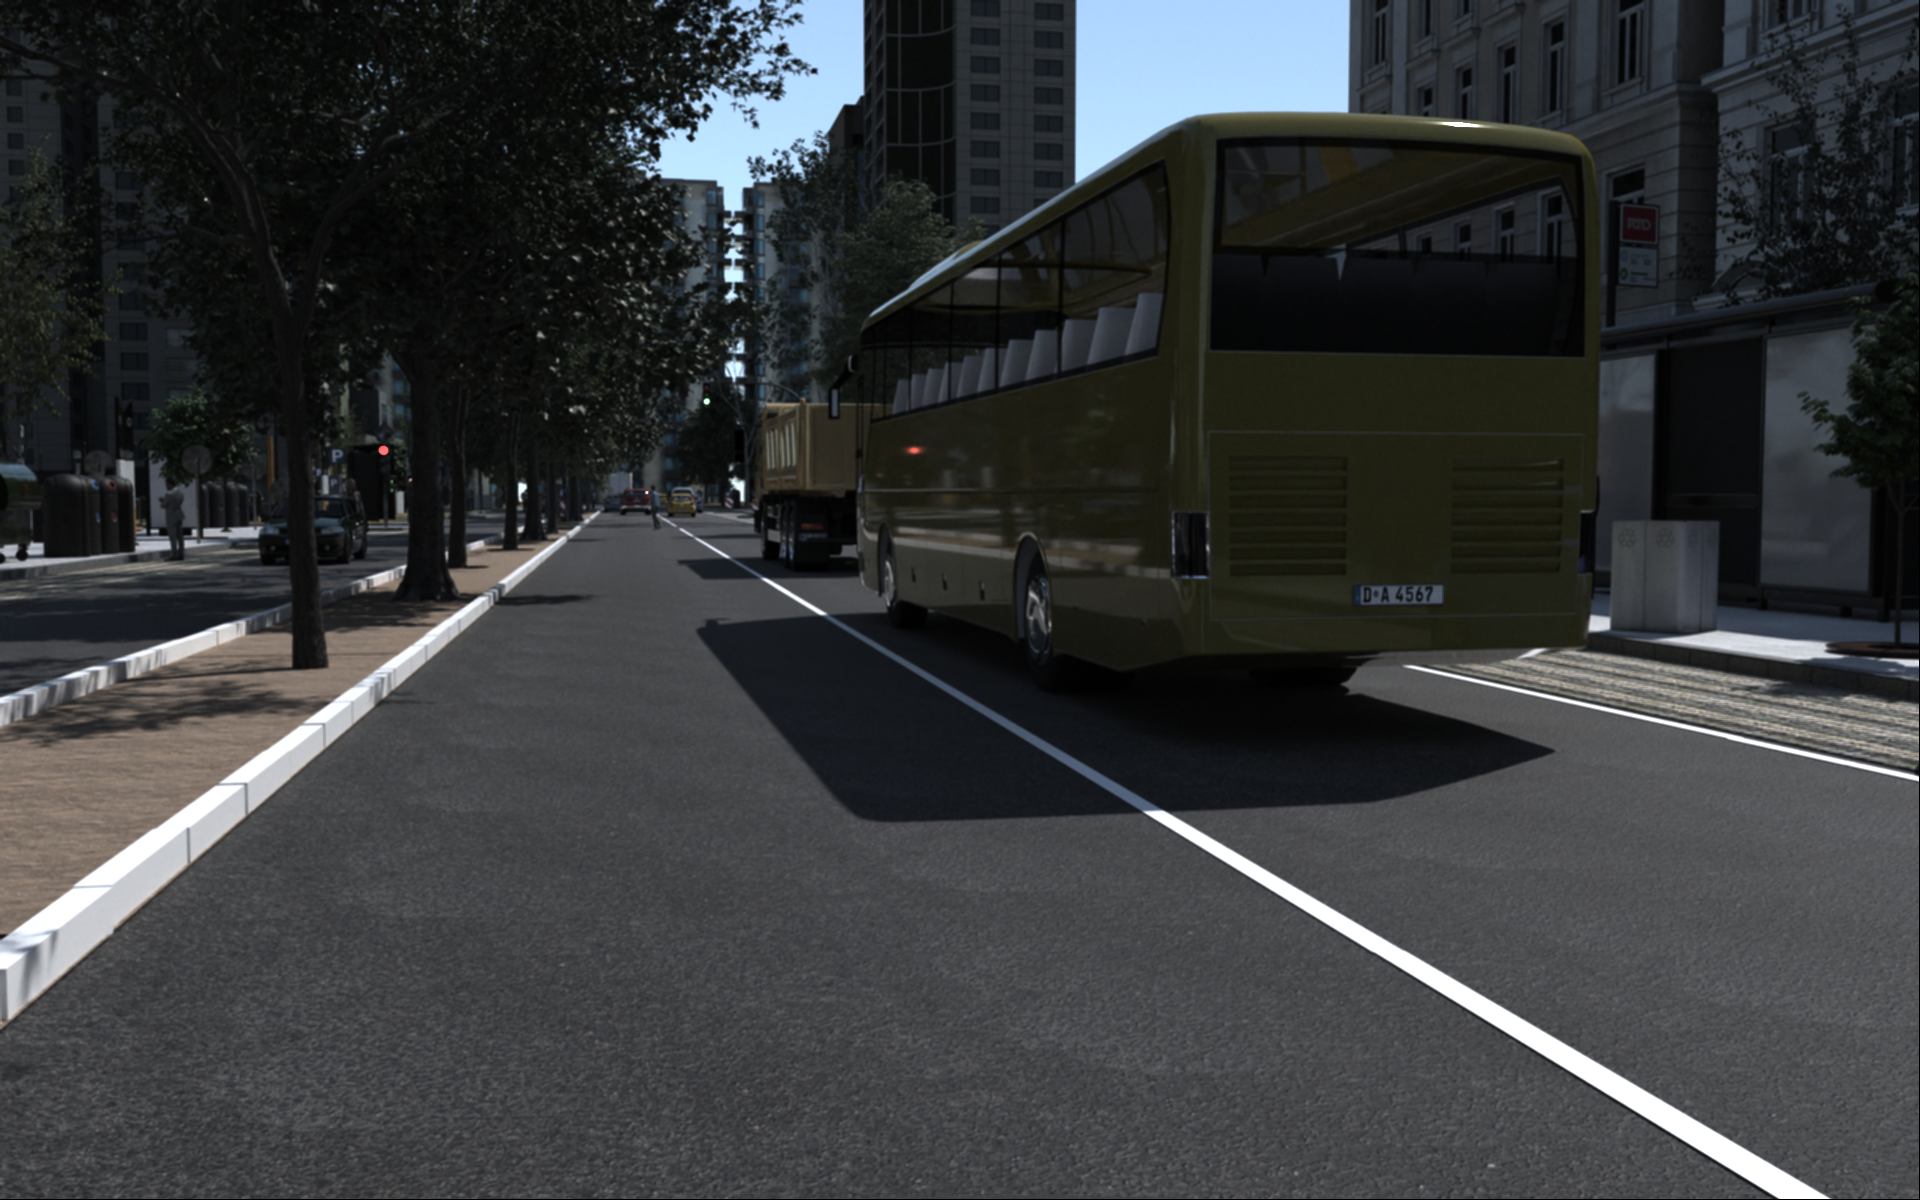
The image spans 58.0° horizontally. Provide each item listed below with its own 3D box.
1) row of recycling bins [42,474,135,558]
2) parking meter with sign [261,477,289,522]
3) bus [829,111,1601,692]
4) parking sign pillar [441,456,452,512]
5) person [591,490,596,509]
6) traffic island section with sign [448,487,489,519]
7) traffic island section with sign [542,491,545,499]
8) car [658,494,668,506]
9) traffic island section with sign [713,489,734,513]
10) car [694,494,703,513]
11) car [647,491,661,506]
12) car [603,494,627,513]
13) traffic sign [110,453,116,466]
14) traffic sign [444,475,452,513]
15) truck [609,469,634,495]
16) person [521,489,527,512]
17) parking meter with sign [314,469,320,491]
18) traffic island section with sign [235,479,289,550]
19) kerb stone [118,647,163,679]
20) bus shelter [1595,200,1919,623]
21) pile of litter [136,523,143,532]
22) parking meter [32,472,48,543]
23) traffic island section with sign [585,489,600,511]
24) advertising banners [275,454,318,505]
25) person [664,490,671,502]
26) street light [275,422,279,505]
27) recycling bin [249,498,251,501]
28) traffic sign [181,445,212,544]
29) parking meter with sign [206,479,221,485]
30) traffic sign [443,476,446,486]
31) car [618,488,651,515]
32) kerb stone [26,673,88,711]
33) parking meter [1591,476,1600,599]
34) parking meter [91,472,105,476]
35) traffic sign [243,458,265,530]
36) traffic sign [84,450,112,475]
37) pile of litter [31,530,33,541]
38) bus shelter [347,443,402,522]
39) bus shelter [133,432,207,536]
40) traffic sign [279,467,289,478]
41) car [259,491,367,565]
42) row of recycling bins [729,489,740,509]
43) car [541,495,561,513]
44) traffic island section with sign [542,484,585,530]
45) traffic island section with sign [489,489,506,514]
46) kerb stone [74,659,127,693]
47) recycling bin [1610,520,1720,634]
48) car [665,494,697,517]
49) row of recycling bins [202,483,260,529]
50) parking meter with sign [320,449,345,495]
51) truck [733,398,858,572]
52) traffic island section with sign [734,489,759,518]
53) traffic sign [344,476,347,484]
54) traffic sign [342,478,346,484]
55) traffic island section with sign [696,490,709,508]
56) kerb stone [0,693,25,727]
[{"bbox_3d":[-18.394,-1.800,36.538,1.069,1.692,3.534,0,4,-7],"label":"row of recycling bins"},{"bbox_3d":[-31.031,-5.067,79.108,1.738,3.016,0.543,0,4,-4],"label":"parking meter with sign"},{"bbox_3d":[1.114,-1.465,15.498,2.896,3.916,12.252,-1,4,-12],"label":"bus"},{"bbox_3d":[-36.302,-8.258,123.495,1.447,3.967,1.447,2,4,32],"label":"parking sign pillar"},{"bbox_3d":[-34.973,-9.564,164.850,0.705,1.826,1.348,1,4,17],"label":"person"},{"bbox_3d":[-28.438,-5.582,99.900,1.989,1.847,2.006,-1,4,-11],"label":"traffic island section with sign"},{"bbox_3d":[-48.588,-11.896,203.121,1.989,1.847,2.006,-1,4,-11],"label":"traffic island section with sign"},{"bbox_3d":[-34.442,-11.598,199.843,2.015,1.641,3.980,-1,4,-12],"label":"car"},{"bbox_3d":[-17.517,-7.433,130.163,1.989,1.847,2.006,-1,4,-11],"label":"traffic island section with sign"},{"bbox_3d":[-20.589,-7.348,132.149,2.014,1.417,4.499,-1,4,-11],"label":"car"},{"bbox_3d":[-38.594,-12.781,217.636,2.281,1.827,5.304,-1,4,-10],"label":"car"},{"bbox_3d":[-26.729,-7.489,134.448,2.014,1.417,4.499,-1,4,-10],"label":"car"},{"bbox_3d":[-26.153,-3.287,53.849,0.768,2.556,0.104,0,4,-1],"label":"traffic sign"},{"bbox_3d":[-33.663,-6.993,114.448,0.768,2.556,0.104,0,4,-6],"label":"traffic sign"},{"bbox_3d":[-39.457,-13.011,201.647,2.839,4.237,11.283,-1,4,-9],"label":"truck"},{"bbox_3d":[-34.137,-7.779,135.867,0.592,1.802,0.473,3,4,38],"label":"person"},{"bbox_3d":[-44.688,-7.548,119.669,1.738,3.016,0.543,3,5,41],"label":"parking meter with sign"},{"bbox_3d":[-17.811,-2.255,45.497,1.989,1.847,2.006,-1,4,-11],"label":"traffic island section with sign"},{"bbox_3d":[-6.561,0.516,13.788,0.120,0.150,1.000,-1,4,-11],"label":"kerb stone"},{"bbox_3d":[9.160,-2.678,21.424,2.179,5.291,8.768,-1,4,-11],"label":"bus shelter"},{"bbox_3d":[-28.391,-2.749,58.914,1.176,0.858,1.719,3,4,36],"label":"pile of litter"},{"bbox_3d":[-24.256,-2.446,45.696,0.399,1.863,0.255,-3,5,-43],"label":"parking meter"},{"bbox_3d":[-32.138,-8.696,150.315,2.006,1.907,1.989,-1,4,-11],"label":"traffic island section with sign"},{"bbox_3d":[-29.105,-4.877,75.920,0.090,3.025,2.074,3,5,42],"label":"advertising banners"},{"bbox_3d":[-31.277,-10.887,186.438,1.348,1.831,0.705,-3,5,-42],"label":"person"},{"bbox_3d":[-22.377,-5.130,56.670,0.468,5.910,1.993,-1,4,-11],"label":"street light"},{"bbox_3d":[-47.723,-6.408,117.332,0.722,1.027,0.722,-2,4,-29],"label":"recycling bin"},{"bbox_3d":[-19.729,-2.734,44.813,0.768,2.556,0.104,0,4,-8],"label":"traffic sign"},{"bbox_3d":[-33.768,-5.018,78.301,0.543,3.016,1.738,0,4,0],"label":"parking meter with sign"},{"bbox_3d":[-36.490,-7.456,122.003,0.768,2.556,0.104,0,4,-1],"label":"traffic sign"},{"bbox_3d":[-22.331,-6.759,119.180,2.281,1.827,5.304,-1,4,-13],"label":"car"},{"bbox_3d":[-6.165,0.637,11.775,0.120,0.150,1.000,-1,4,-11],"label":"kerb stone"},{"bbox_3d":[7.586,-0.947,21.196,0.399,1.863,0.255,3,4,37],"label":"parking meter"},{"bbox_3d":[-22.861,-2.465,46.018,0.399,1.863,0.255,3,4,37],"label":"parking meter"},{"bbox_3d":[-25.260,-3.786,61.999,0.768,2.556,0.104,0,4,-4],"label":"traffic sign"},{"bbox_3d":[-25.002,-3.068,50.261,0.768,2.556,0.104,-1,4,-10],"label":"traffic sign"},{"bbox_3d":[-25.767,-2.083,48.026,1.176,0.858,1.719,-2,4,-27],"label":"pile of litter"},{"bbox_3d":[-27.649,-5.547,81.969,1.731,3.624,6.357,-1,4,-11],"label":"bus shelter"},{"bbox_3d":[-24.580,-3.760,55.398,2.014,3.302,5.546,-1,4,-11],"label":"bus shelter"},{"bbox_3d":[-30.954,-4.874,79.794,0.768,2.556,0.104,-1,4,-9],"label":"traffic sign"},{"bbox_3d":[-13.622,-1.638,36.567,2.009,1.686,4.222,-1,4,-12],"label":"car"},{"bbox_3d":[-19.695,-8.831,151.504,1.069,1.692,3.534,-1,4,-10],"label":"row of recycling bins"},{"bbox_3d":[-31.355,-7.625,133.714,2.155,1.783,4.494,-1,4,-11],"label":"car"},{"bbox_3d":[-17.735,-4.185,76.564,2.006,1.907,1.989,-1,4,-11],"label":"traffic island section with sign"},{"bbox_3d":[-33.590,-7.201,126.360,1.989,1.847,2.006,-1,4,-11],"label":"traffic island section with sign"},{"bbox_3d":[-6.369,0.576,12.780,0.120,0.150,1.000,-1,4,-11],"label":"kerb stone"},{"bbox_3d":[6.624,-0.228,16.287,0.722,1.027,0.722,-3,5,-40],"label":"recycling bin"},{"bbox_3d":[-17.402,-5.989,108.141,2.015,1.641,3.980,-1,4,-9],"label":"car"},{"bbox_3d":[-28.173,-3.591,65.818,1.069,1.692,3.534,1,4,9],"label":"row of recycling bins"},{"bbox_3d":[-23.852,-4.270,66.069,0.543,3.016,1.738,-1,4,-11],"label":"parking meter with sign"},{"bbox_3d":[-2.650,-2.436,35.749,3.469,3.379,9.791,-1,4,-12],"label":"truck"},{"bbox_3d":[-12.228,-5.778,103.090,1.989,1.847,2.006,-1,4,-11],"label":"traffic island section with sign"},{"bbox_3d":[-35.319,-6.050,100.100,0.795,2.450,0.064,0,4,-4],"label":"traffic sign"},{"bbox_3d":[-34.930,-5.884,97.385,0.795,2.450,0.064,0,4,-5],"label":"traffic sign"},{"bbox_3d":[-27.009,-10.408,178.792,1.989,1.847,2.006,-1,4,-11],"label":"traffic island section with sign"},{"bbox_3d":[-5.966,0.702,10.773,0.120,0.150,1.000,-1,4,-11],"label":"kerb stone"}]
